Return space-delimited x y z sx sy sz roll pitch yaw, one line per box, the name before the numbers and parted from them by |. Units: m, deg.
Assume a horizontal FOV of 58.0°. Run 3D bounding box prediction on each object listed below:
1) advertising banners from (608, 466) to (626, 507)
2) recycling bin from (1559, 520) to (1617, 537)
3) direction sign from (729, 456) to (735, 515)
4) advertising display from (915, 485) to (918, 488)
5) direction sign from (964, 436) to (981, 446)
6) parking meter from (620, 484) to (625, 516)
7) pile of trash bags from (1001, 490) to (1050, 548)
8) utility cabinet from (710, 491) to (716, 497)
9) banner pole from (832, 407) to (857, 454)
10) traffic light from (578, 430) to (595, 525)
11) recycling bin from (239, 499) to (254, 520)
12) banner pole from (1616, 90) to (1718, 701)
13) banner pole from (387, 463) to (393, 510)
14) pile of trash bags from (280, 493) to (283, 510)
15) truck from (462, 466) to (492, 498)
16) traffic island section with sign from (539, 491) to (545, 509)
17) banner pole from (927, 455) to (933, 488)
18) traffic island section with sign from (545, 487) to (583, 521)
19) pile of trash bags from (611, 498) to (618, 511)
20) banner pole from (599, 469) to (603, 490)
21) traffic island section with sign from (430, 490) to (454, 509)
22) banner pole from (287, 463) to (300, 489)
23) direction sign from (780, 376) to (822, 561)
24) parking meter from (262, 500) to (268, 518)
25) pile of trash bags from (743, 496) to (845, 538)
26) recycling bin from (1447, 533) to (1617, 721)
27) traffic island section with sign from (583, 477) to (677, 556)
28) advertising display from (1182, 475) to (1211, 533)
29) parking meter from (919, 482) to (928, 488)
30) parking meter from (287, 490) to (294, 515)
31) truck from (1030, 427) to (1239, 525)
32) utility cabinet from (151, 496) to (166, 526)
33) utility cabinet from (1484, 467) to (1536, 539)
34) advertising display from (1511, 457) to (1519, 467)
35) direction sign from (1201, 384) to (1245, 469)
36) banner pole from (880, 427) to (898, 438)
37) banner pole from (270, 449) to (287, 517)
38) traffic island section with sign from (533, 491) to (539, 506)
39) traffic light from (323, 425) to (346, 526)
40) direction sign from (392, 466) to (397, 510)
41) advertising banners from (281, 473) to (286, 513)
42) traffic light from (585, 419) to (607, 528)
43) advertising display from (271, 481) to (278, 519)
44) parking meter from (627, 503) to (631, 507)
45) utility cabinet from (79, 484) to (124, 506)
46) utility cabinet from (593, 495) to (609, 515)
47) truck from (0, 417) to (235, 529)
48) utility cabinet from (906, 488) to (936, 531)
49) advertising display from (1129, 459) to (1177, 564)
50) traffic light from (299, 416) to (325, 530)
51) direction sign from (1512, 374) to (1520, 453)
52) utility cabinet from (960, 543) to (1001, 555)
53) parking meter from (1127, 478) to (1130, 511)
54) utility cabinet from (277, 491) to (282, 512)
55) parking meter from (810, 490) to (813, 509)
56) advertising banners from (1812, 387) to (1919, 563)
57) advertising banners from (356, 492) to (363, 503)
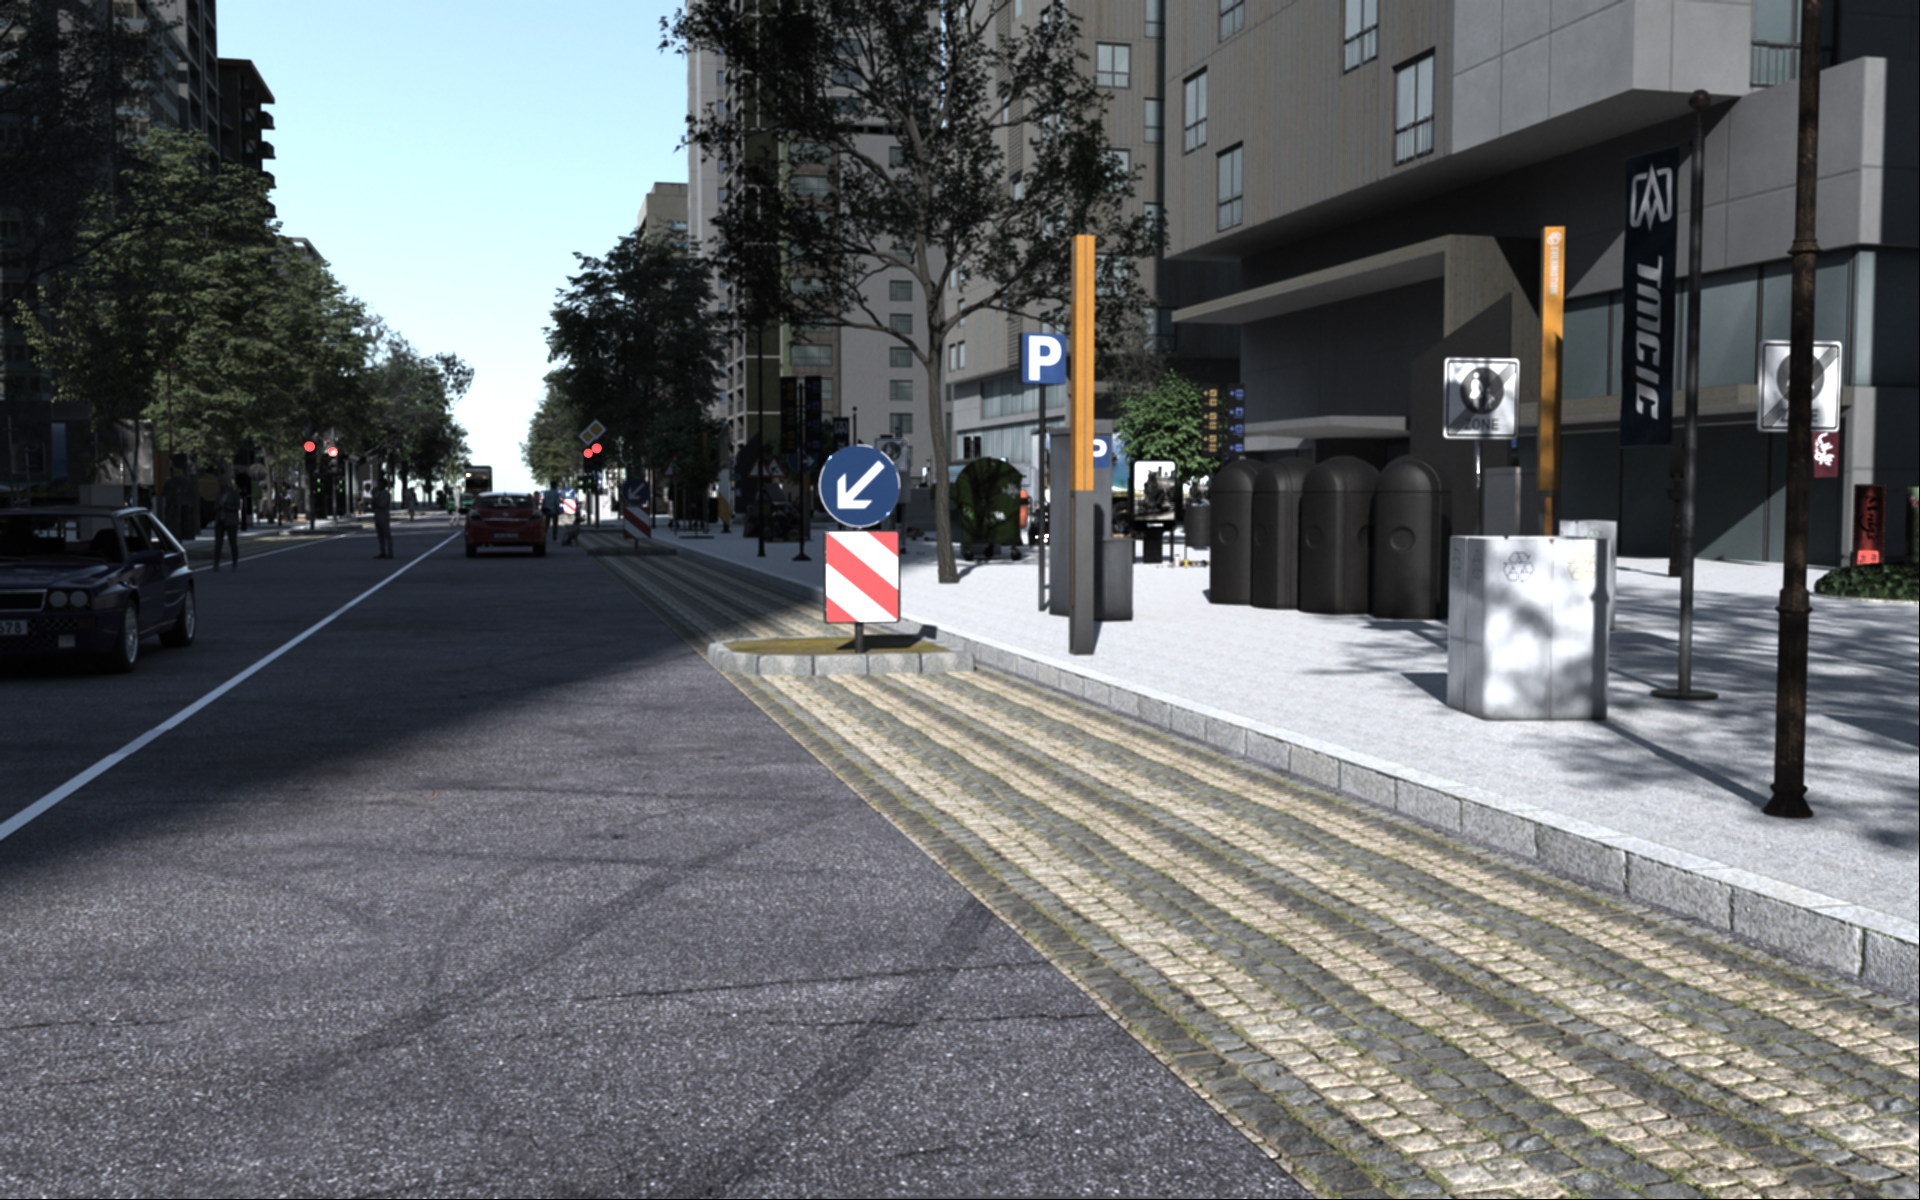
advertising banners | -21.096 -6.862 108.377 2.074 3.025 0.090 0 4 4
recycling bin | 5.869 -0.247 16.589 0.722 1.027 0.722 1 4 16
direction sign | -13.711 -6.832 103.704 0.379 3.537 0.876 -3 4 -37
advertising display | -3.030 -7.045 120.403 0.123 1.923 0.974 0 4 6
direction sign | 0.485 -4.661 68.209 0.876 3.537 0.379 3 5 42
parking meter | -19.877 -5.878 101.815 0.255 1.863 0.399 1 4 14
pile of trash bags | 1.616 -2.024 42.839 1.912 1.369 3.447 0 4 6
utility cabinet | -18.004 -7.192 126.267 1.173 1.500 0.318 -1 4 -16
banner pole | -3.240 -3.647 49.653 0.863 3.779 0.401 0 4 2
traffic light | -15.561 -5.107 72.425 0.839 4.253 0.868 -1 4 -14
recycling bin | -35.244 -4.445 85.231 0.722 1.027 0.722 -3 5 -40
banner pole | 4.498 -1.287 11.053 0.401 3.779 0.863 -1 4 -21
banner pole | -45.944 -9.157 139.730 0.401 3.779 0.863 1 4 19
pile of trash bags | -49.461 -7.116 126.092 1.912 1.369 3.447 -1 4 -17
truck | -48.231 -11.290 173.498 2.839 4.237 11.283 -1 4 -14
traffic island section with sign | -28.081 -6.839 120.445 1.989 1.847 2.006 -1 4 -14
banner pole | -1.947 -7.428 111.469 0.401 3.779 0.863 2 4 30
traffic island section with sign | -21.190 -5.184 93.385 1.989 1.847 2.006 -1 4 -14
pile of trash bags | -26.668 -7.334 129.656 1.912 1.369 3.447 2 4 32
banner pole | -25.361 -8.060 121.802 0.863 3.779 0.401 3 4 37
traffic island section with sign | -49.897 -9.653 166.457 1.989 1.847 2.006 -1 4 -14
banner pole | -43.671 -7.567 113.739 0.863 3.779 0.401 1 4 21
direction sign | -3.057 -2.530 33.358 0.876 3.537 0.379 1 4 22
parking meter | -38.633 -5.532 96.165 0.399 1.863 0.255 1 4 13
pile of trash bags | -4.879 -2.568 51.737 3.447 1.369 1.912 0 4 6
recycling bin | 3.313 0.148 10.130 0.722 1.027 0.722 0 4 -2
traffic island section with sign | -7.773 -1.967 40.782 1.989 1.847 2.006 -1 4 -14
advertising display | 7.737 -3.152 56.742 0.974 1.923 0.123 2 4 32
parking meter | -1.826 -4.922 86.178 0.399 1.863 0.255 2 4 32
parking meter | -37.953 -5.490 98.166 0.372 1.533 0.369 0 3 0
truck | 8.786 -5.272 75.103 11.283 4.237 2.839 -1 4 -13
utility cabinet | -28.583 -3.083 61.571 1.020 1.237 0.306 3 5 40
utility cabinet | 4.692 -0.361 14.578 0.318 1.500 1.173 0 4 5
advertising display | 9.636 -1.552 30.588 0.123 1.923 0.974 0 4 -1
direction sign | 5.402 -2.669 35.632 0.876 3.537 0.379 0 4 -1
banner pole | -2.569 -4.551 64.420 0.863 3.779 0.401 0 4 7
banner pole | -37.482 -6.410 94.827 0.401 3.779 0.863 1 4 16
traffic island section with sign | -40.516 -9.824 169.254 1.989 1.847 2.006 -1 4 -14
traffic light | -25.259 -4.956 69.946 0.839 4.253 0.868 -1 4 -14
direction sign | -46.318 -9.153 141.652 0.379 3.537 0.876 0 4 -4
advertising banners | -44.226 -7.155 113.172 0.090 3.025 2.074 -1 4 -14
traffic light | -13.588 -4.634 64.687 0.839 4.253 0.868 -1 4 -14
advertising display | -38.023 -5.561 96.136 0.123 1.923 0.974 -2 4 -33
parking meter | -21.926 -6.522 115.042 0.372 1.533 0.369 0 3 0
utility cabinet | -19.308 -1.853 38.973 0.318 1.500 1.173 1 4 8
utility cabinet | -21.798 -5.759 105.329 1.020 1.237 0.306 0 4 3
truck | -32.326 -4.611 64.299 11.283 4.237 2.839 -1 4 -15
utility cabinet | -1.319 -3.069 58.853 1.173 1.500 0.318 -1 4 -23
advertising display | 3.568 -1.639 32.005 0.974 1.923 0.123 -2 4 -28
traffic light | -23.286 -4.482 62.207 0.839 4.253 0.868 -1 4 -14
direction sign | 10.362 -2.511 33.053 0.379 3.537 0.876 -1 4 -19
utility cabinet | 0.448 -1.552 36.544 0.306 1.237 1.020 3 5 42
parking meter | 5.373 -2.920 53.451 0.255 1.863 0.399 -2 4 -32
utility cabinet | -53.334 -7.781 135.892 1.173 1.500 0.318 -2 4 -34
parking meter | -9.785 -6.520 115.020 0.372 1.533 0.369 0 3 0
advertising banners | 14.693 -1.938 27.874 2.074 3.025 0.090 3 5 45
advertising banners | -40.370 -7.197 113.863 2.074 3.025 0.090 -1 4 -11
